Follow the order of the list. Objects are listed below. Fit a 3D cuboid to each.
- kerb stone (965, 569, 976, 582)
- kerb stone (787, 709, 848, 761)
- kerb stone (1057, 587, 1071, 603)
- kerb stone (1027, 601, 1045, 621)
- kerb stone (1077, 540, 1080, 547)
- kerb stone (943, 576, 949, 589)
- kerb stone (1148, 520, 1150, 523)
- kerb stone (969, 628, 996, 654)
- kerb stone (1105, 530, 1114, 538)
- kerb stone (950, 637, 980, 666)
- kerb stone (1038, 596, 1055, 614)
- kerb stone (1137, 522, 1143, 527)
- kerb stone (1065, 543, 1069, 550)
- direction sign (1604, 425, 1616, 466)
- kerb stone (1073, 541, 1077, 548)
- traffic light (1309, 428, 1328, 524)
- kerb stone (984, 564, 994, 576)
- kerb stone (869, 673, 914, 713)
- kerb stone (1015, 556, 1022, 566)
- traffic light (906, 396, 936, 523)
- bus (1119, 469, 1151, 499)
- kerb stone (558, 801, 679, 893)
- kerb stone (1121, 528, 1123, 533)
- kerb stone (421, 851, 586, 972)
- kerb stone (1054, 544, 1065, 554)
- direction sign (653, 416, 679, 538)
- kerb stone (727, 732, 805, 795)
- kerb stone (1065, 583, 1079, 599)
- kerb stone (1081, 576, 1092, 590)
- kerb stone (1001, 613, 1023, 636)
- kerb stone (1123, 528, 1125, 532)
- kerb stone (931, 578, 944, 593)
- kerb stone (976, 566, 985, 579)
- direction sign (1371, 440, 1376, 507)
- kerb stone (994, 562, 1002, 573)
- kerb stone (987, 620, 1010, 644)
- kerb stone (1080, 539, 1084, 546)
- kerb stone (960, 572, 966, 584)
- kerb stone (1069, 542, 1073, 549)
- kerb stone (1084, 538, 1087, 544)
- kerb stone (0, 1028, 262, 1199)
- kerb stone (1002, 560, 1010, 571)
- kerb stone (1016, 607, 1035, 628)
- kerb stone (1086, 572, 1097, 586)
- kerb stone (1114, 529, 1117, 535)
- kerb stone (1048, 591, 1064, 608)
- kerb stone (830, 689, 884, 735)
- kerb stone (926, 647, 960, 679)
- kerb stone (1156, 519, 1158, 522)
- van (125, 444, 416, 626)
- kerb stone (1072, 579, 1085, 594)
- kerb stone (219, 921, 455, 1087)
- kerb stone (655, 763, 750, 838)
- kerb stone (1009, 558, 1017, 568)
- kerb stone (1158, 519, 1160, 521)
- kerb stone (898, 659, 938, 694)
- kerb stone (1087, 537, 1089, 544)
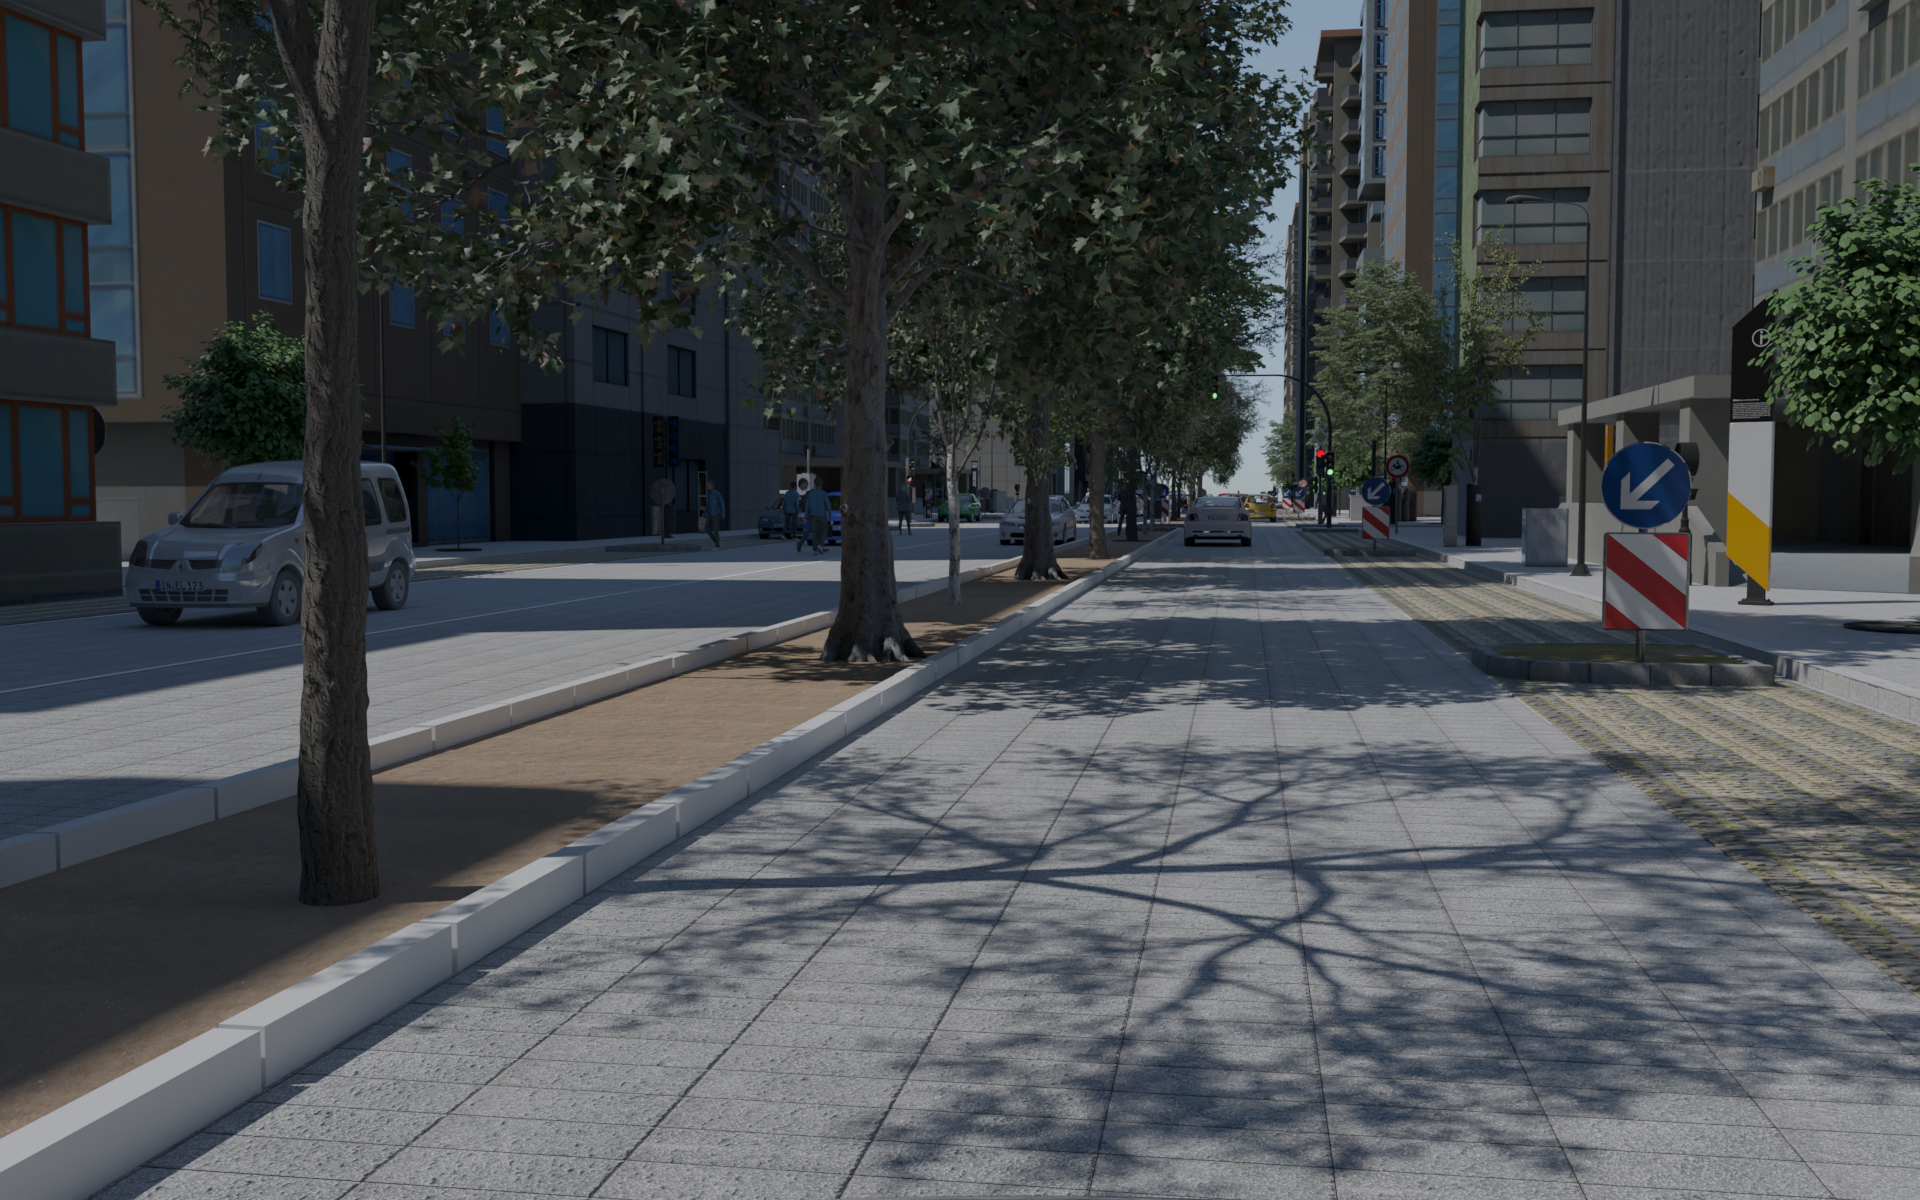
[{"bbox_3d":[0.082,-0.373,28.299,0.120,0.150,1.000,1,4,9],"label":"kerb stone"},{"bbox_3d":[-0.819,0.766,9.740,0.120,0.150,1.000,1,4,9],"label":"kerb stone"},{"bbox_3d":[1.329,-0.042,22.901,0.120,0.150,1.000,1,4,9],"label":"kerb stone"},{"bbox_3d":[0.833,0.145,19.854,0.120,0.150,1.000,1,4,9],"label":"kerb stone"},{"bbox_3d":[3.055,-1.487,46.514,0.120,0.150,1.000,1,4,9],"label":"kerb stone"},{"bbox_3d":[-0.251,-0.250,26.282,0.120,0.150,1.000,1,4,9],"label":"kerb stone"},{"bbox_3d":[8.622,-3.560,80.452,0.120,0.150,1.000,1,4,9],"label":"kerb stone"},{"bbox_3d":[0.175,0.391,15.809,0.120,0.150,1.000,1,4,9],"label":"kerb stone"},{"bbox_3d":[5.049,-2.228,58.664,0.120,0.150,1.000,1,4,9],"label":"kerb stone"},{"bbox_3d":[0.011,0.453,14.800,0.120,0.150,1.000,1,4,9],"label":"kerb stone"},{"bbox_3d":[1.000,0.083,20.877,0.120,0.150,1.000,1,4,9],"label":"kerb stone"},{"bbox_3d":[8.124,-3.377,77.427,0.120,0.150,1.000,1,4,9],"label":"kerb stone"},{"bbox_3d":[2.567,-1.300,43.465,0.120,0.150,1.000,1,4,9],"label":"kerb stone"},{"bbox_3d":[18.124,-3.451,48.416,0.876,3.537,0.379,1,4,13],"label":"direction sign"},{"bbox_3d":[2.903,-1.425,45.487,0.120,0.150,1.000,1,4,9],"label":"kerb stone"},{"bbox_3d":[15.226,-5.162,73.318,0.839,4.253,0.868,1,4,9],"label":"traffic light"},{"bbox_3d":[0.413,-0.497,30.324,0.120,0.150,1.000,1,4,9],"label":"kerb stone"},{"bbox_3d":[-0.484,0.638,11.761,0.120,0.150,1.000,1,4,9],"label":"kerb stone"},{"bbox_3d":[1.079,-0.741,34.367,0.120,0.150,1.000,1,4,9],"label":"kerb stone"},{"bbox_3d":[-0.128,-6.188,75.840,4.771,5.953,1.251,1,4,9],"label":"traffic light"},{"bbox_3d":[18.128,-11.338,176.925,2.896,3.916,12.252,1,4,9],"label":"bus"},{"bbox_3d":[-1.319,0.953,6.711,0.120,0.150,1.000,1,4,9],"label":"kerb stone"},{"bbox_3d":[5.715,-2.478,62.706,0.120,0.150,1.000,1,4,9],"label":"kerb stone"},{"bbox_3d":[-1.484,1.010,5.689,0.120,0.150,1.000,1,4,9],"label":"kerb stone"},{"bbox_3d":[2.400,-1.238,42.452,0.120,0.150,1.000,1,4,9],"label":"kerb stone"},{"bbox_3d":[-8.532,-3.568,50.331,0.876,3.537,0.379,2,4,24],"label":"direction sign"},{"bbox_3d":[-0.979,0.824,8.730,0.120,0.150,1.000,1,4,9],"label":"kerb stone"},{"bbox_3d":[1.497,-0.104,23.909,0.120,0.150,1.000,1,4,9],"label":"kerb stone"},{"bbox_3d":[1.831,-0.229,25.939,0.120,0.150,1.000,1,4,9],"label":"kerb stone"},{"bbox_3d":[0.501,0.267,17.836,0.120,0.150,1.000,1,4,9],"label":"kerb stone"},{"bbox_3d":[5.882,-2.540,63.720,0.120,0.150,1.000,1,4,9],"label":"kerb stone"},{"bbox_3d":[-0.414,-0.188,25.272,0.120,0.150,1.000,1,4,9],"label":"kerb stone"},{"bbox_3d":[0.249,-0.435,29.307,0.120,0.150,1.000,1,4,9],"label":"kerb stone"},{"bbox_3d":[17.560,-4.988,73.548,0.379,3.537,0.876,1,4,23],"label":"direction sign"},{"bbox_3d":[0.591,-0.557,31.332,0.120,0.150,1.000,1,4,9],"label":"kerb stone"},{"bbox_3d":[0.338,0.332,16.818,0.120,0.150,1.000,1,4,9],"label":"kerb stone"},{"bbox_3d":[3.228,-1.549,47.529,0.120,0.150,1.000,1,4,9],"label":"kerb stone"},{"bbox_3d":[-0.082,-0.312,27.290,0.120,0.150,1.000,1,4,9],"label":"kerb stone"},{"bbox_3d":[2.736,-1.363,44.479,0.120,0.150,1.000,1,4,9],"label":"kerb stone"},{"bbox_3d":[3.396,-1.607,48.538,0.120,0.150,1.000,1,4,9],"label":"kerb stone"},{"bbox_3d":[-1.816,1.136,3.670,0.120,0.150,1.000,1,4,9],"label":"kerb stone"},{"bbox_3d":[0.752,-0.619,32.341,0.120,0.150,1.000,1,4,9],"label":"kerb stone"},{"bbox_3d":[0.670,0.209,18.845,0.120,0.150,1.000,1,4,9],"label":"kerb stone"},{"bbox_3d":[1.994,-0.291,26.948,0.120,0.150,1.000,1,4,9],"label":"kerb stone"},{"bbox_3d":[5.221,-2.292,59.675,0.120,0.150,1.000,1,4,9],"label":"kerb stone"},{"bbox_3d":[1.166,0.019,21.891,0.120,0.150,1.000,1,4,9],"label":"kerb stone"},{"bbox_3d":[-0.652,0.700,10.748,0.120,0.150,1.000,1,4,9],"label":"kerb stone"},{"bbox_3d":[-0.160,0.514,13.787,0.120,0.150,1.000,1,4,9],"label":"kerb stone"},{"bbox_3d":[9.780,-3.995,87.519,0.120,0.150,1.000,1,4,9],"label":"kerb stone"},{"bbox_3d":[-7.929,-0.805,20.169,2.013,2.044,4.112,0,4,8],"label":"van"},{"bbox_3d":[1.658,-0.167,24.929,0.120,0.150,1.000,1,4,9],"label":"kerb stone"},{"bbox_3d":[-1.654,1.071,4.680,0.120,0.150,1.000,1,4,9],"label":"kerb stone"},{"bbox_3d":[-1.147,0.889,7.719,0.120,0.150,1.000,1,4,9],"label":"kerb stone"},{"bbox_3d":[0.918,-0.678,33.354,0.120,0.150,1.000,1,4,9],"label":"kerb stone"},{"bbox_3d":[10.766,-4.365,93.590,0.120,0.150,1.000,1,4,9],"label":"kerb stone"},{"bbox_3d":[-0.329,0.576,12.777,0.120,0.150,1.000,1,4,9],"label":"kerb stone"},{"bbox_3d":[3.563,-1.673,49.553,0.120,0.150,1.000,1,4,9],"label":"kerb stone"}]
